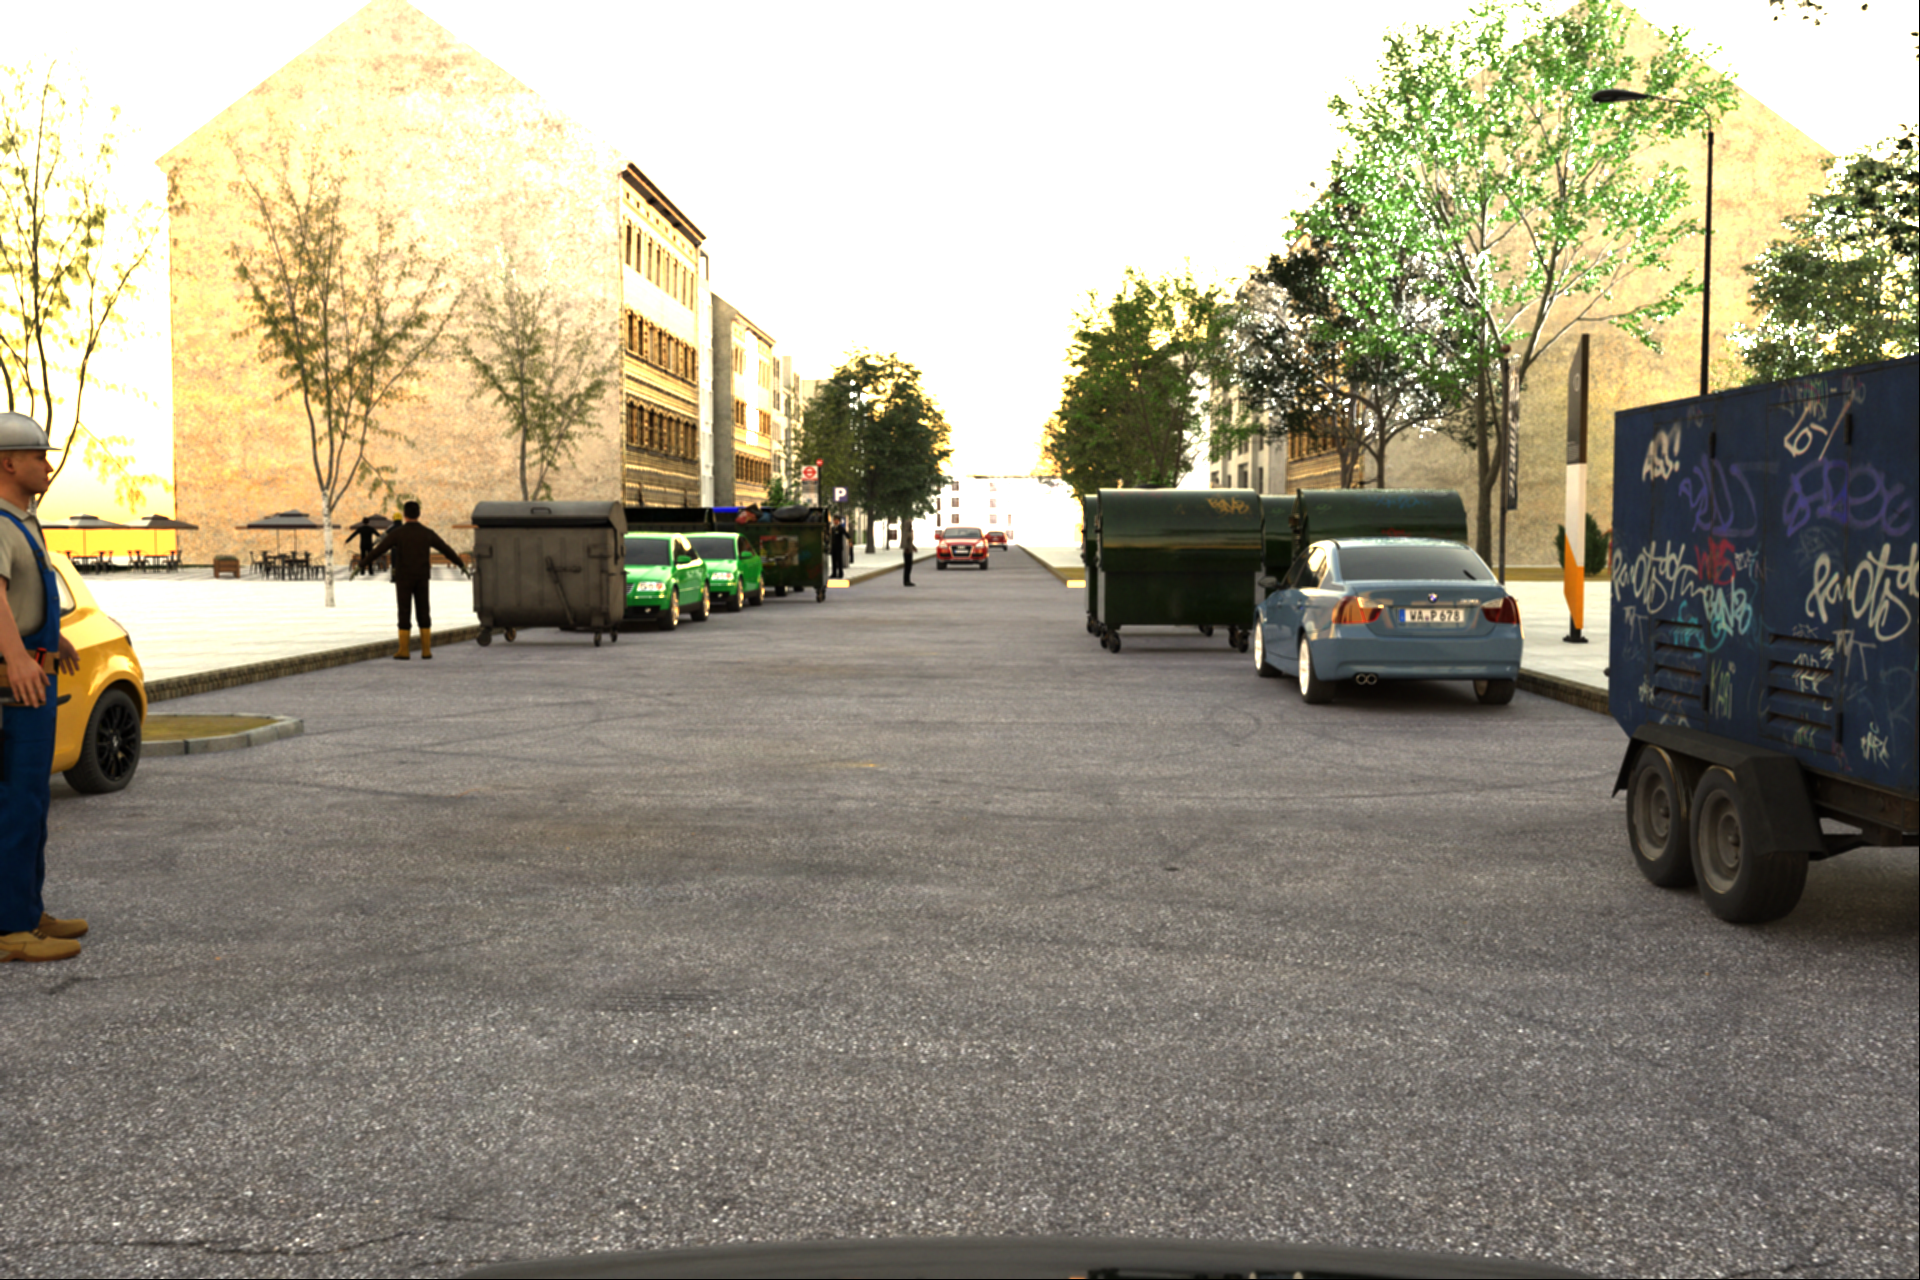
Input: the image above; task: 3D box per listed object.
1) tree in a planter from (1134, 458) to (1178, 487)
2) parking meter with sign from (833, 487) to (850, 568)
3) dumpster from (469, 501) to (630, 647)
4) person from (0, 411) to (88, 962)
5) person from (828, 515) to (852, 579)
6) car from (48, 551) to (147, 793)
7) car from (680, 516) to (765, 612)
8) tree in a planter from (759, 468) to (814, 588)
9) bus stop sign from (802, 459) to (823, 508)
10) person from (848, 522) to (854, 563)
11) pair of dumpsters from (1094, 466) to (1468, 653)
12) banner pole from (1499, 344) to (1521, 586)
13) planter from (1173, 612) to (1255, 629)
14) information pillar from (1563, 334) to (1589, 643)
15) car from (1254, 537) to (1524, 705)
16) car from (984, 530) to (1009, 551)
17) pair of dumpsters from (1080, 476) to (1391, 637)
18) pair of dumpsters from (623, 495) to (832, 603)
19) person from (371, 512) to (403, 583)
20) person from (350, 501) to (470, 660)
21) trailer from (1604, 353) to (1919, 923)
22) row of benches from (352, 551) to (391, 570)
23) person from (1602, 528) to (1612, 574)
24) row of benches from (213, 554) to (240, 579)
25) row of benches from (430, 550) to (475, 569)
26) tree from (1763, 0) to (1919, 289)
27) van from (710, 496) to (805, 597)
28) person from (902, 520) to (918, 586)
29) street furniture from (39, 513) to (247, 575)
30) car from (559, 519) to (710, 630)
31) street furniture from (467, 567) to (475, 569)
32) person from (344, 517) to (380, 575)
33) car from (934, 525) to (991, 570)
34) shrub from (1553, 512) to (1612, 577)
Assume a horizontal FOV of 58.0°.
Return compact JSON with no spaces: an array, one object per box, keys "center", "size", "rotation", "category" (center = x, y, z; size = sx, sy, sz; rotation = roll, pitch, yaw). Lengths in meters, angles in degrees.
[{"center":[4.593,-2.656,40.652],"size":[1.991,3.239,1.994],"rotation":[0,4,2],"category":"tree in a planter"},{"center":[-4.411,-4.200,64.938],"size":[0.543,3.016,1.738],"rotation":[0,4,1],"category":"parking meter with sign"},{"center":[-5.311,-0.873,22.493],"size":[1.865,1.857,1.264],"rotation":[0,4,1],"category":"dumpster"},{"center":[-3.192,0.146,5.923],"size":[0.705,1.847,1.347],"rotation":[-1,4,-23],"category":"person"},{"center":[-3.577,-2.695,50.004],"size":[1.347,1.837,0.705],"rotation":[3,4,38],"category":"person"},{"center":[-5.551,0.121,8.244],"size":[2.015,1.641,3.980],"rotation":[0,4,1],"category":"car"},{"center":[-4.872,-1.498,33.295],"size":[1.959,1.807,4.718],"rotation":[0,4,1],"category":"car"},{"center":[-4.886,-3.024,46.668],"size":[1.991,3.239,1.994],"rotation":[0,4,2],"category":"tree in a planter"},{"center":[-5.205,-4.462,61.654],"size":[0.855,3.939,0.416],"rotation":[0,4,3],"category":"bus stop sign"},{"center":[-4.826,-4.276,76.049],"size":[0.705,1.813,1.348],"rotation":[-1,4,-10],"category":"person"},{"center":[3.863,-1.001,21.311],"size":[4.436,2.255,1.574],"rotation":[0,4,0],"category":"pair of dumpsters"},{"center":[7.171,-1.995,22.644],"size":[0.401,3.779,0.863],"rotation":[0,4,2],"category":"banner pole"},{"center":[4.328,-0.368,27.163],"size":[1.991,0.319,1.994],"rotation":[0,4,2],"category":"planter"},{"center":[7.310,-1.785,20.541],"size":[0.183,3.616,0.504],"rotation":[0,4,2],"category":"information pillar"},{"center":[3.807,-0.236,15.867],"size":[2.014,1.417,4.499],"rotation":[0,4,2],"category":"car"},{"center":[3.074,-8.652,150.129],"size":[2.281,1.827,5.304],"rotation":[0,4,1],"category":"car"},{"center":[3.930,-1.202,24.603],"size":[4.436,2.255,1.574],"rotation":[0,4,1],"category":"pair of dumpsters"},{"center":[-4.962,-1.935,36.594],"size":[4.436,2.255,1.574],"rotation":[0,4,2],"category":"pair of dumpsters"},{"center":[-14.839,-2.444,45.733],"size":[1.351,1.858,0.704],"rotation":[-2,4,-28],"category":"person"},{"center":[-6.278,-0.689,19.852],"size":[1.346,1.812,0.704],"rotation":[-2,4,-29],"category":"person"},{"center":[3.522,-0.021,7.395],"size":[1.471,1.999,3.904],"rotation":[0,4,1],"category":"trailer"},{"center":[-21.040,-2.934,63.425],"size":[1.422,0.672,4.104],"rotation":[0,4,6],"category":"row of benches"},{"center":[20.893,-2.964,55.261],"size":[1.217,1.733,0.721],"rotation":[3,4,39],"category":"person"},{"center":[-21.855,-2.209,51.577],"size":[1.422,0.672,4.104],"rotation":[-2,4,-24],"category":"row of benches"},{"center":[-18.381,-3.089,65.961],"size":[4.104,0.672,1.422],"rotation":[-3,5,-41],"category":"row of benches"},{"center":[10.067,-4.766,12.332],"size":[8.767,10.594,7.601],"rotation":[0,4,-3],"category":"tree"},{"center":[-4.857,-2.263,41.385],"size":[2.240,2.365,5.245],"rotation":[0,4,1],"category":"van"},{"center":[-1.400,-2.396,47.767],"size":[0.705,1.813,1.348],"rotation":[1,4,9],"category":"person"},{"center":[-32.191,-2.914,52.666],"size":[14.083,1.986,27.439],"rotation":[0,4,-3],"category":"street furniture"},{"center":[-5.077,-1.123,27.156],"size":[1.959,1.807,4.718],"rotation":[0,4,1],"category":"car"},{"center":[-12.524,-3.041,56.576],"size":[9.812,1.723,11.010],"rotation":[1,4,15],"category":"street furniture"},{"center":[-18.609,-2.943,54.300],"size":[1.347,1.806,0.705],"rotation":[-1,4,-17],"category":"person"},{"center":[0.120,-3.799,70.791],"size":[2.281,1.827,5.304],"rotation":[0,4,1],"category":"car"},{"center":[18.725,-2.917,52.107],"size":[1.690,2.028,1.600],"rotation":[0,3,0],"category":"shrub"}]
